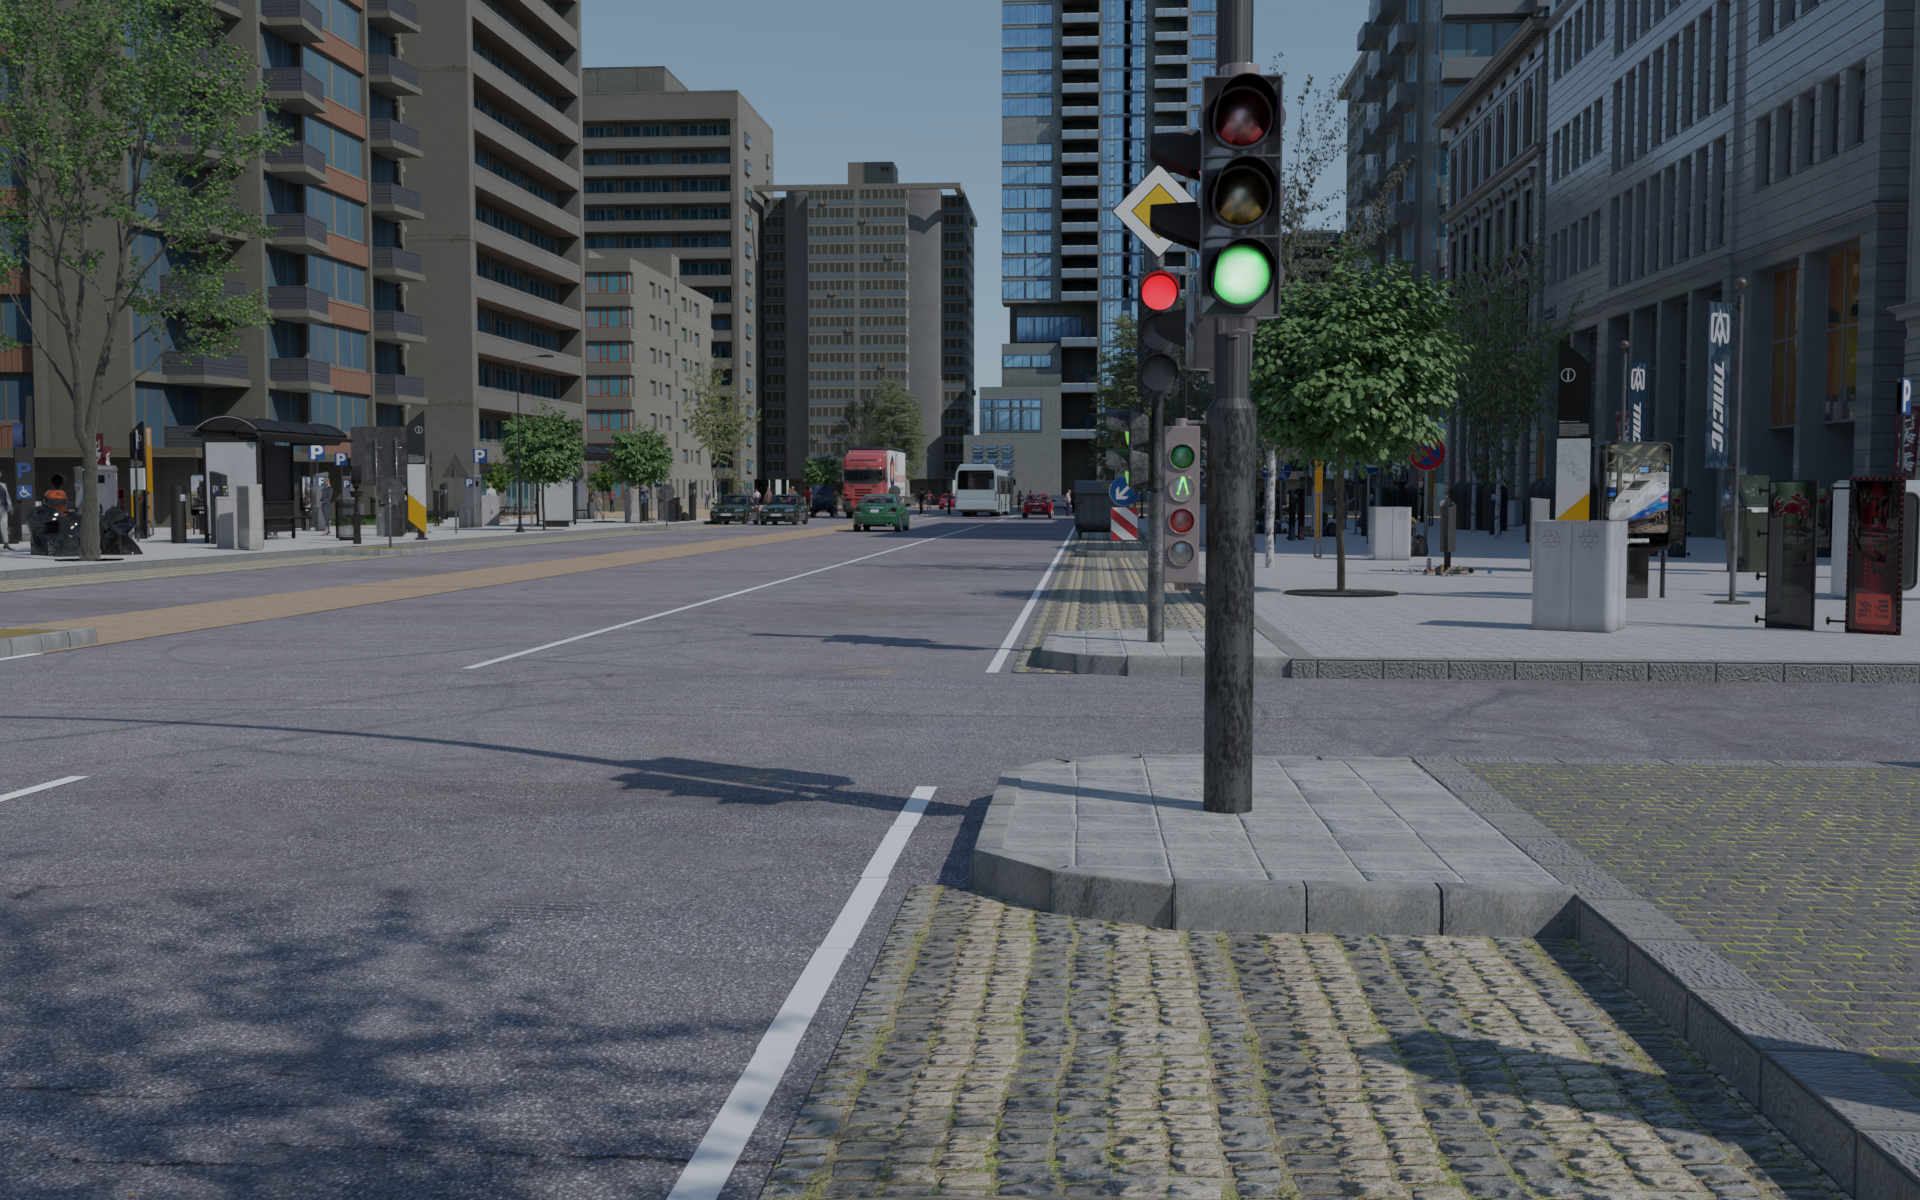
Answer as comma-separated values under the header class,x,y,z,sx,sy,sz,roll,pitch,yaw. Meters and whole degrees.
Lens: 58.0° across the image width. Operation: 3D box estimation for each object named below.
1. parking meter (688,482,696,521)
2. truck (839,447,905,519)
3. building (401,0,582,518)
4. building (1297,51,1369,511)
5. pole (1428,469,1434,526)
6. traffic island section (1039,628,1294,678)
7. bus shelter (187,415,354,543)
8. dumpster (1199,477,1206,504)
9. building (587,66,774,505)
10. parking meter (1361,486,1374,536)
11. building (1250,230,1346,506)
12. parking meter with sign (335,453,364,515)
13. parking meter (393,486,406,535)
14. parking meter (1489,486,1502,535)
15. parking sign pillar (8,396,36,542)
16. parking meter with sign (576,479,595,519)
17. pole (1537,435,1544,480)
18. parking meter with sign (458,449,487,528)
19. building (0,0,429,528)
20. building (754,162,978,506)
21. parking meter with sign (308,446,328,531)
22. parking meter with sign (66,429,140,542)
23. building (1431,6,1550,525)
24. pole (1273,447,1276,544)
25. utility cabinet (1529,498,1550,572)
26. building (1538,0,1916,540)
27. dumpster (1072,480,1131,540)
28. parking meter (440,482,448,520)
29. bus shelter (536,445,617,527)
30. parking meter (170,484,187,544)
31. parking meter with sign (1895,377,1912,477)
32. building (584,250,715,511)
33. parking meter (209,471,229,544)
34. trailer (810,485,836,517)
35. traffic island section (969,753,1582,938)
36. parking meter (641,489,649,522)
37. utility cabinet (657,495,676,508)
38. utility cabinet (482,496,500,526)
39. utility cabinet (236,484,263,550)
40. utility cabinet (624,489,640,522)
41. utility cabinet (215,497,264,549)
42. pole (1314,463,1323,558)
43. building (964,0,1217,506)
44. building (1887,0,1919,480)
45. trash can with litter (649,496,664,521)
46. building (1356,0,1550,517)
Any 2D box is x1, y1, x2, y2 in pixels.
class,x,y,z,sx,sy,sz,roll,pitch,yaw
parking meter,-12.959,-4.780,83.860,0.255,1.863,0.399,1,4,18
truck,-5.176,-7.075,104.598,2.839,4.237,11.283,0,4,5
building,-36.102,-29.357,103.684,21.300,48.544,21.600,0,4,4
building,43.771,-27.224,136.998,32.217,40.220,23.993,0,4,4
pole,18.806,-4.601,69.070,0.158,3.312,0.155,0,3,0
traffic island section,1.719,0.444,15.023,2.009,0.180,2.903,0,4,4
bus shelter,-18.677,-3.265,47.314,2.014,3.302,5.546,0,4,4
dumpster,7.240,-2.975,54.407,1.264,1.857,1.865,0,4,4
building,-33.737,-35.269,200.346,21.600,48.544,21.300,0,4,4
parking meter,12.394,-2.708,52.687,0.372,1.533,0.369,0,3,0
building,38.889,-25.728,192.354,14.107,30.474,14.160,0,4,4
parking meter with sign,-26.034,-4.754,73.983,0.543,3.016,1.738,0,4,5
parking meter,-17.567,-2.966,54.204,0.255,1.863,0.399,1,4,10
parking meter,16.812,-2.810,54.347,0.372,1.533,0.369,0,3,0
parking sign pillar,-25.392,-3.582,47.031,1.447,3.967,1.447,-2,4,-26
parking meter with sign,-19.255,-5.598,87.783,0.543,3.016,1.738,2,4,30
pole,19.960,-4.022,59.595,0.158,3.312,0.155,0,3,0
parking meter with sign,-18.624,-4.272,66.101,0.543,3.016,1.738,0,4,7
building,-37.858,-25.901,78.103,22.147,44.769,28.867,0,4,4
building,-10.514,-31.398,205.242,23.993,40.220,32.217,0,4,4
parking meter with sign,-22.214,-3.907,60.133,0.543,3.016,1.738,-2,4,-27
parking meter with sign,-22.849,-3.051,46.146,1.738,3.016,0.543,-1,4,-20
building,28.738,-15.257,78.326,11.050,23.489,19.941,0,4,4
pole,8.078,-3.118,44.815,0.158,3.312,0.155,0,3,0
utility cabinet,9.684,-1.087,28.933,0.306,1.237,1.020,1,4,17
building,27.346,-16.860,53.151,11.434,29.767,29.804,0,4,4
dumpster,4.490,-2.829,54.466,1.865,1.857,1.264,0,4,6
parking meter,-25.824,-4.950,86.648,0.255,1.863,0.399,1,4,16
bus shelter,-15.590,-4.649,69.927,2.014,3.302,5.546,0,4,4
parking meter,-20.262,-2.231,44.888,0.372,1.533,0.369,0,3,0
parking meter with sign,14.782,-1.790,25.520,1.738,3.016,0.543,3,5,41
building,-37.420,-18.145,141.708,28.899,21.520,27.650,0,4,4
parking meter,-18.904,-2.355,44.211,0.399,1.863,0.255,1,4,11
trailer,-8.582,-6.123,107.166,1.471,1.999,3.904,0,4,5
traffic island section,1.103,0.931,7.062,2.009,0.180,2.903,0,4,4
parking meter,-14.769,-4.446,81.100,0.372,1.533,0.369,0,3,0
utility cabinet,-14.755,-4.648,87.155,1.020,1.237,0.306,2,4,33
utility cabinet,-19.244,-3.619,70.336,1.020,1.237,0.306,-2,4,-33
utility cabinet,-16.326,-1.902,39.771,0.318,1.500,1.173,-2,4,-35
utility cabinet,-14.975,-4.318,79.272,0.318,1.500,1.173,1,4,12
utility cabinet,-17.041,-1.823,40.971,1.020,1.237,0.306,-2,4,-28
pole,7.231,-2.512,34.915,0.158,3.312,0.155,0,3,0
building,16.701,-54.041,196.239,31.000,86.520,22.319,0,4,4
building,29.871,-11.939,31.364,21.152,22.565,11.583,0,4,4
trash can with litter,-14.608,-4.468,84.103,1.678,1.210,2.233,-3,4,-37
building,37.499,-29.973,109.660,23.786,49.044,30.456,0,4,4
